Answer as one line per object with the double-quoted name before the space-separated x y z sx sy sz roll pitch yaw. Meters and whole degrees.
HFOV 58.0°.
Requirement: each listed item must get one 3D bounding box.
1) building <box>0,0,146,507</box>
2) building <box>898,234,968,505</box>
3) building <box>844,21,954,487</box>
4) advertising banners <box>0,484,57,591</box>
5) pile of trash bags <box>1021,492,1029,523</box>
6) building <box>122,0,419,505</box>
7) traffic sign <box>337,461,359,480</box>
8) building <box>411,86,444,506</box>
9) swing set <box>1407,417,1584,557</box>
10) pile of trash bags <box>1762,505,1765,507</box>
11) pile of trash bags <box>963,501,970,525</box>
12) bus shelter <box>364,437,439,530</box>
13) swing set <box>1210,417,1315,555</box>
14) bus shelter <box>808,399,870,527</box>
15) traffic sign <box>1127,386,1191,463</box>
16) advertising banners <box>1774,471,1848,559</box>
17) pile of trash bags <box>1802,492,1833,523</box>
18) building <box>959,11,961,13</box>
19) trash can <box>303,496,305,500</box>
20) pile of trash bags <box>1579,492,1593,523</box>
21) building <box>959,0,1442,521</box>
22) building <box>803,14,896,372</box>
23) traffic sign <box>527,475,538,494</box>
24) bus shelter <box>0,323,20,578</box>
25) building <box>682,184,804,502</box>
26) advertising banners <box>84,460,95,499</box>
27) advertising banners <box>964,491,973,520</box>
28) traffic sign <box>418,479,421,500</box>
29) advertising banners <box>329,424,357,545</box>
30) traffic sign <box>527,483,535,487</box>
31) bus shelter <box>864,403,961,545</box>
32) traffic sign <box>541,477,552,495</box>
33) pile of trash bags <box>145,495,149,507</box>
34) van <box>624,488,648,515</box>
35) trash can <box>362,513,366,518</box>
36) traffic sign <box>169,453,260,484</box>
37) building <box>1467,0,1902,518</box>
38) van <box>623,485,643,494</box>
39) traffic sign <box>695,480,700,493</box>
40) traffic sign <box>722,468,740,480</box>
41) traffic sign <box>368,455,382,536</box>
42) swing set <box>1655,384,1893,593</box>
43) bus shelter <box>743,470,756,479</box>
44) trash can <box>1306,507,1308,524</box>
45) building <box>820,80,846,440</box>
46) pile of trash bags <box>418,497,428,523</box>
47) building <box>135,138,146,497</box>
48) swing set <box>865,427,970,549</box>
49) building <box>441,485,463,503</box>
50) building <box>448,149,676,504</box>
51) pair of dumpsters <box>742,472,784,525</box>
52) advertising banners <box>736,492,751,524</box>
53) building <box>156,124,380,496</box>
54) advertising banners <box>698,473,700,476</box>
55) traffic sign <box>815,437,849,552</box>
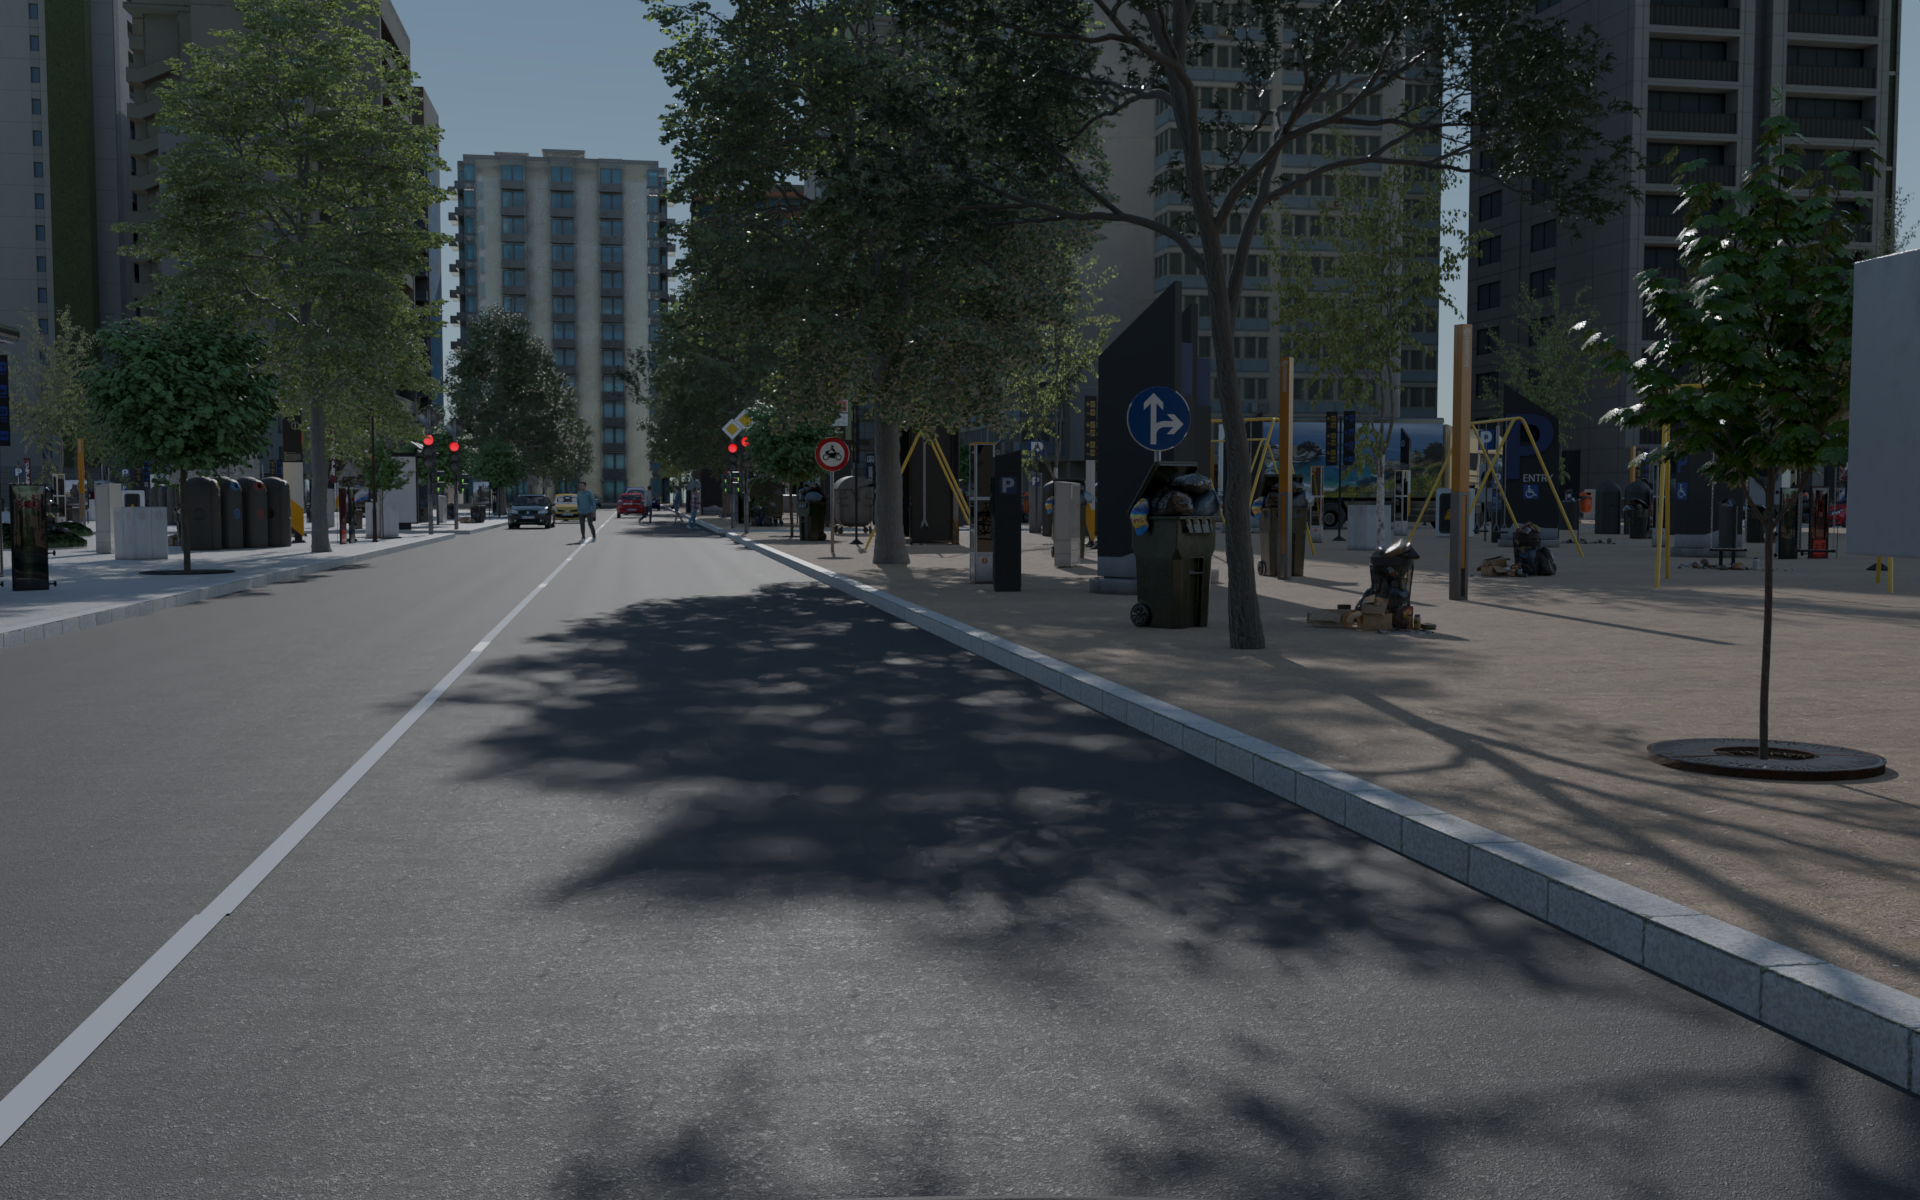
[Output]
"building" -97.889 -38.754 175.629 28.212 58.520 21.231 -1 4 -11
"building" 9.677 -17.419 129.847 27.650 21.520 28.899 -1 4 -11
"building" -3.500 -28.816 154.731 14.154 41.232 14.086 -1 4 -11
"advertising banners" -12.825 -1.603 22.389 0.090 3.025 2.074 3 5 41
"pile of trash bags" 2.685 -4.050 75.963 1.912 1.369 3.447 -1 4 -10
"building" -61.548 -32.555 155.982 21.300 48.544 21.600 -1 4 -11
"traffic sign" -23.840 -4.133 67.581 0.884 2.594 0.081 -1 4 -10
"building" -63.761 -32.779 186.040 14.200 45.320 14.600 -1 4 -11
"swing set" 11.174 -2.383 36.587 2.862 2.851 3.119 0 4 -4
"pile of trash bags" 34.566 -4.093 76.678 1.912 1.369 3.447 3 5 40
"pile of trash bags" -1.339 -3.805 71.957 3.447 1.369 1.912 0 4 -6
"bus shelter" -20.729 -4.321 64.568 2.014 3.302 5.546 -1 4 -11
"swing set" 5.536 -2.361 36.220 2.862 2.851 3.119 -3 5 -44
"bus shelter" -5.306 -5.697 70.777 2.179 5.291 8.768 -1 4 -11
"traffic sign" 2.335 -1.247 20.499 0.768 2.556 0.104 0 4 -7
"advertising banners" 16.993 -2.329 34.265 2.074 3.025 0.090 -1 4 -19
"pile of trash bags" 37.818 -4.067 76.246 1.912 1.369 3.447 0 4 -4
"building" 4.055 -57.457 252.094 31.000 86.520 22.319 -1 4 -11
"trash can" -44.074 -6.363 115.683 0.748 1.137 0.748 0 3 0
"pile of trash bags" 26.560 -4.075 76.373 3.447 1.369 1.912 -2 4 -27
"building" 13.225 -24.764 96.775 23.993 40.220 32.217 -1 4 -11
"building" -2.472 -36.781 190.600 28.713 52.752 27.495 -1 4 -11
"traffic sign" -28.819 -7.139 116.825 0.768 2.556 0.104 0 4 -5
"bus shelter" -11.967 -2.414 17.102 2.179 5.291 8.768 -1 4 -11
"building" -25.545 -36.253 247.363 28.867 44.769 22.147 -1 4 -11
"advertising banners" -44.214 -5.641 88.418 0.090 3.025 2.074 1 4 14
"advertising banners" -0.244 -5.376 84.084 2.074 3.025 0.090 -2 4 -25
"traffic sign" -26.889 -5.246 85.870 0.768 2.556 0.104 0 4 -2
"advertising banners" -15.734 -2.932 44.131 0.090 3.025 2.074 0 4 -3
"traffic sign" -33.290 -8.233 134.719 0.768 2.556 0.104 0 4 -2
"bus shelter" -1.331 -3.390 46.717 1.731 3.624 6.357 -1 4 -11
"traffic sign" -31.610 -8.094 132.334 0.884 2.594 0.081 0 4 -5
"pile of trash bags" -54.110 -6.422 114.758 3.447 1.369 1.912 0 4 -5
"van" -22.496 -6.934 120.378 2.013 2.044 4.112 -1 4 -10
"trash can" -32.219 -5.034 93.966 0.748 1.137 0.748 0 3 0
"traffic sign" -19.025 -3.078 44.195 2.265 3.308 0.079 0 4 -3
"building" 43.534 -40.389 98.605 20.611 71.187 20.563 -1 4 -11
"van" -29.760 -9.433 158.608 2.240 2.365 5.245 -1 4 -10
"traffic sign" -17.976 -7.182 119.554 0.606 2.300 0.079 0 4 -6
"traffic sign" -8.801 -4.108 67.175 0.884 2.594 0.081 0 4 -3
"traffic sign" -17.049 -3.106 50.892 0.768 2.556 0.104 0 4 -6
"swing set" 11.280 -1.632 24.306 3.119 2.851 2.862 2 4 25
"bus shelter" -13.774 -8.547 117.376 2.179 5.291 8.768 -1 4 -11
"trash can" 11.529 -2.891 58.926 0.748 1.137 0.748 0 3 0
"building" -5.915 -31.737 169.010 14.600 45.320 14.200 -1 4 -11
"pile of trash bags" -24.690 -4.129 77.267 1.912 1.369 3.447 -1 4 -15
"building" -77.647 -30.575 183.488 14.086 41.232 14.154 -1 4 -11
"swing set" -0.856 -2.690 41.598 2.862 2.851 3.119 0 4 -3
"building" -84.676 -39.747 239.107 27.495 52.752 28.713 -1 4 -11
"building" -55.344 -38.147 243.313 30.456 49.044 23.786 -1 4 -11
"pair of dumpsters" -8.193 -4.281 72.490 1.574 2.255 4.437 -1 4 -11
"advertising banners" -8.761 -4.828 75.119 2.074 3.025 0.090 -2 4 -32
"building" -55.023 -22.483 139.294 14.160 30.474 14.107 -1 4 -11
"advertising banners" -20.054 -8.740 139.079 2.074 3.025 0.090 -1 4 -19
"traffic sign" -2.849 -2.356 38.628 0.768 2.556 0.104 0 4 -7
